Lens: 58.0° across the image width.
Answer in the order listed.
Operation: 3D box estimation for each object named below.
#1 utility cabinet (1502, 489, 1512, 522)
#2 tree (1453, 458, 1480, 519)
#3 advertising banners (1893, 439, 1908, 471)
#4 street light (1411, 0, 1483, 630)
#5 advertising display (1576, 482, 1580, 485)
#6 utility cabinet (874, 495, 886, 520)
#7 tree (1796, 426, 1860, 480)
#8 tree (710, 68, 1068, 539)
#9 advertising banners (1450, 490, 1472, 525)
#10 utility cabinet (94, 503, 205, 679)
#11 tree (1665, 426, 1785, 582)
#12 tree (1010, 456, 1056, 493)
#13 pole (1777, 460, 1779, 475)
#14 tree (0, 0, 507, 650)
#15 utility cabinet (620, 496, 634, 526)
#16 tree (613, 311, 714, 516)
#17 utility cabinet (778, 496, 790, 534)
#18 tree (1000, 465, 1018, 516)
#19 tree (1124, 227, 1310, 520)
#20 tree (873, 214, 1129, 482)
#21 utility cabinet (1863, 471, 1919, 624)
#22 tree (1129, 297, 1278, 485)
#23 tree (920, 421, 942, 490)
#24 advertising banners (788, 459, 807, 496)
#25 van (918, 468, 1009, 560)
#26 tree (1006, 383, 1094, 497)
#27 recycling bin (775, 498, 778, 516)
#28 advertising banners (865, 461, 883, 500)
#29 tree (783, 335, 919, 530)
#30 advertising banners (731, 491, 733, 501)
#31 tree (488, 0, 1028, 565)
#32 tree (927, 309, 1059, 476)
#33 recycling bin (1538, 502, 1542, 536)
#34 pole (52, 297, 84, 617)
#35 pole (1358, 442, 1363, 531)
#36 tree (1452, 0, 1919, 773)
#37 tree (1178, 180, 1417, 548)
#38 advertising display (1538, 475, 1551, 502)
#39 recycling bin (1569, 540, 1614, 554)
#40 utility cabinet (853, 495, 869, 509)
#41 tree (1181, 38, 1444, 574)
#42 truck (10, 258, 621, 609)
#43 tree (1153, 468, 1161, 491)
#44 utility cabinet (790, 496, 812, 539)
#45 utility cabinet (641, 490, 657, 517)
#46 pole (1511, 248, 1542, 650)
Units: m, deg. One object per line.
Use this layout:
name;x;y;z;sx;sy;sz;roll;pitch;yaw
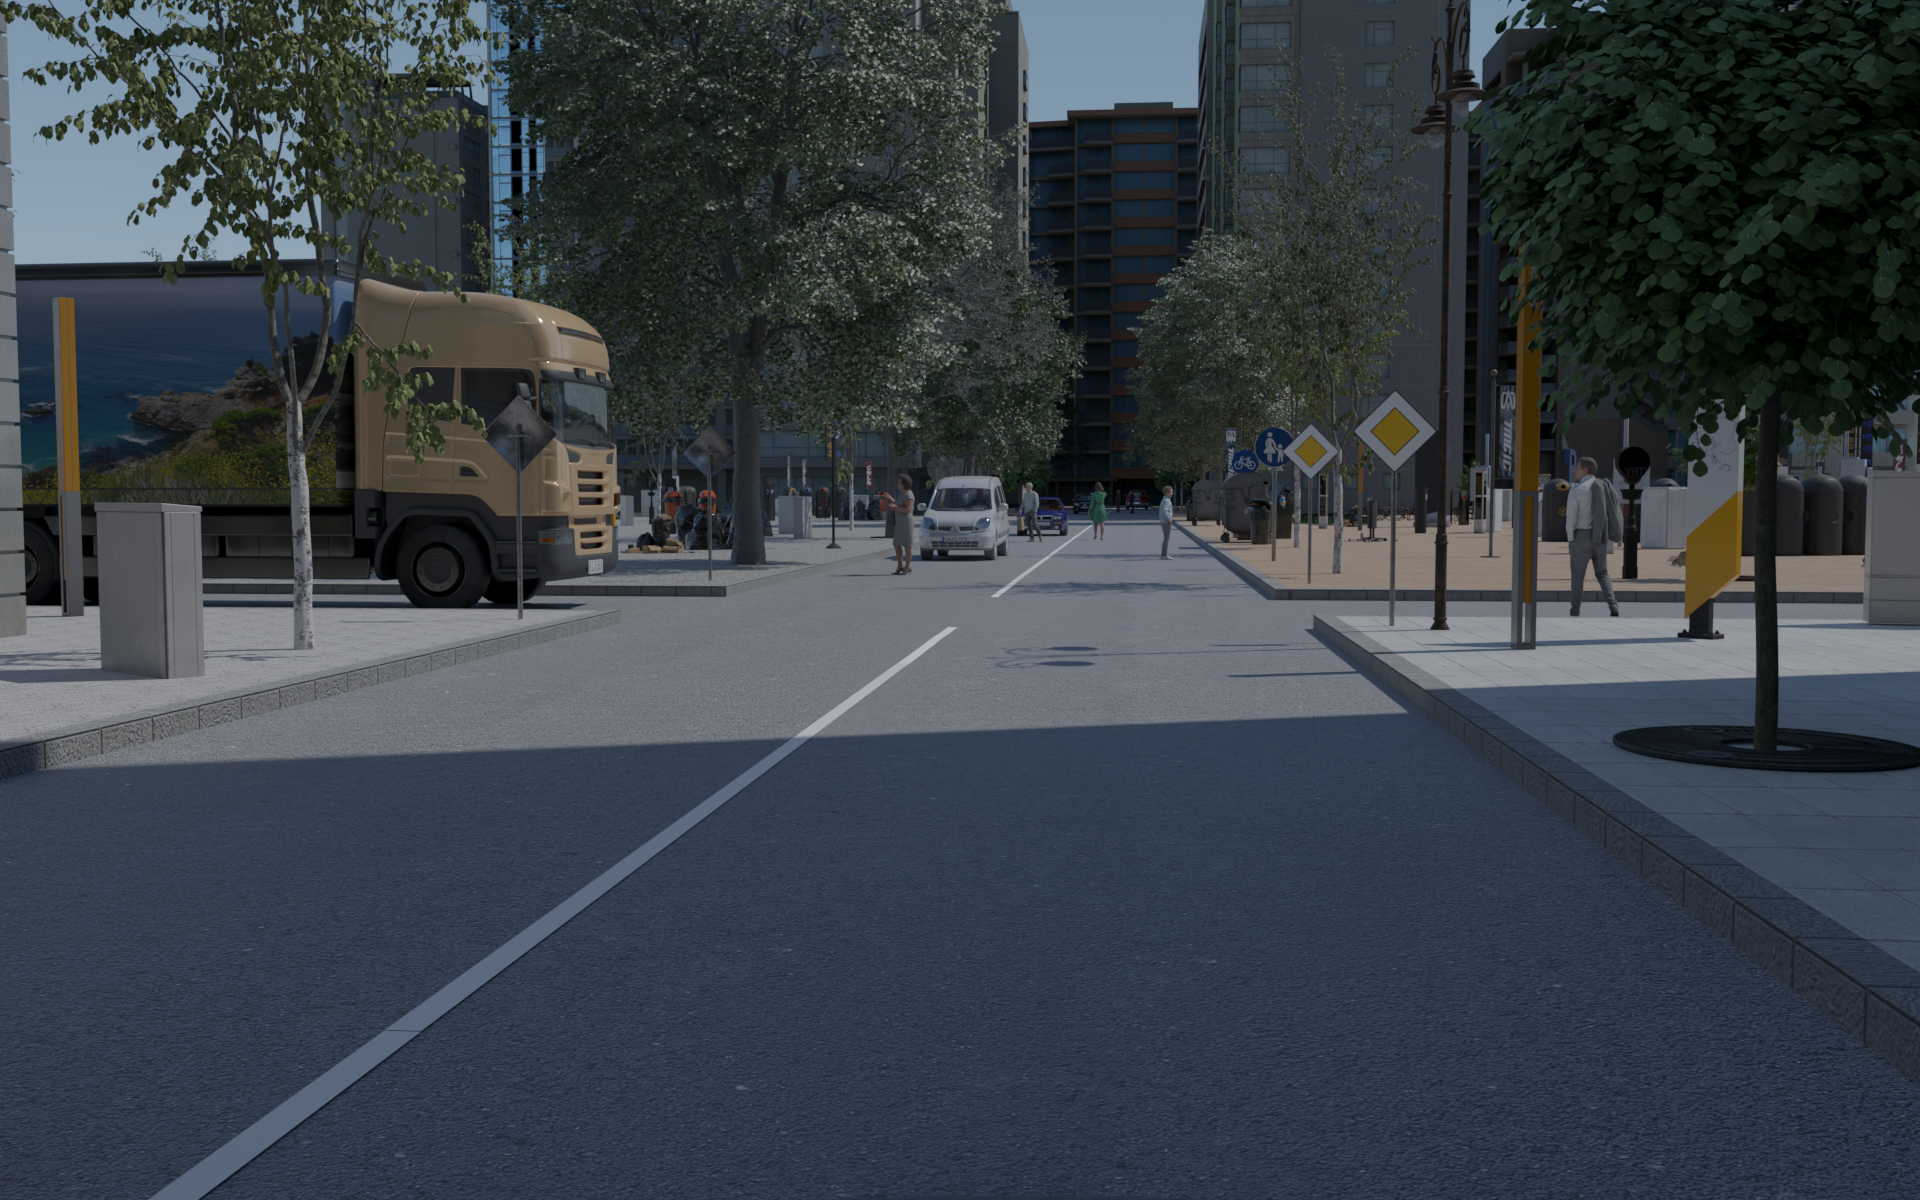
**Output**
utility cabinet;24.916;-4.348;79.771;0.318;1.500;1.173;-2;4;-33
tree;26.909;-5.880;90.744;1.663;3.219;1.824;0;3;0
advertising banners;29.548;-3.638;55.663;0.090;3.025;2.074;-1;4;-18
street light;4.541;-2.656;16.209;0.468;5.910;1.993;0;4;6
advertising display;33.806;-5.495;95.063;0.974;1.923;0.123;2;4;34
utility cabinet;-3.760;-4.601;86.390;1.020;1.237;0.306;0;4;4
tree;39.205;-7.878;79.173;4.737;8.622;4.395;0;3;0
tree;-1.991;-8.533;49.877;12.009;13.543;11.850;0;3;0
advertising banners;20.027;-4.583;71.113;2.074;3.025;0.090;-1;4;-9
utility cabinet;-5.789;-0.075;12.389;1.020;1.237;0.306;3;5;40
tree;11.641;-1.915;25.918;1.663;3.219;1.824;0;3;0
tree;4.920;-8.122;116.504;4.285;4.588;4.351;0;3;0
pole;23.044;-3.375;49.025;0.158;3.312;0.155;0;3;0
tree;-5.404;-3.882;13.837;4.737;8.622;4.395;0;3;0
utility cabinet;-13.510;-3.617;70.298;0.306;1.237;1.020;-2;4;-25
tree;-11.035;-6.923;63.558;4.360;8.622;3.978;0;3;0
utility cabinet;-5.370;-2.705;55.395;1.020;1.237;0.306;3;5;42
tree;2.583;-6.603;102.564;1.663;3.219;1.824;0;3;0
tree;12.646;-10.865;84.294;9.857;13.997;8.962;0;3;0
tree;0.444;-9.402;70.723;9.611;12.733;9.660;0;3;0
utility cabinet;9.507;-0.503;16.896;1.173;1.500;0.318;1;4;17
tree;13.719;-11.092;98.368;9.611;12.733;9.660;0;3;0
tree;-0.886;-8.916;96.138;4.737;8.622;4.395;0;3;0
advertising banners;-8.178;-5.571;87.273;0.090;3.025;2.074;-2;4;-32
van;0.130;-1.946;38.830;2.013;2.044;4.112;0;4;7
tree;6.989;-12.238;134.502;7.601;10.594;8.767;1;4;10
recycling bin;-10.146;-5.328;99.672;0.722;1.027;0.722;-3;5;-40
advertising banners;-4.303;-5.896;92.580;2.074;3.025;0.090;-3;5;-44
tree;-4.077;-6.766;60.986;4.737;8.622;4.395;0;3;0
advertising banners;-9.470;-4.725;73.443;0.090;3.025;2.074;0;4;4
tree;-3.782;-7.631;31.427;9.857;13.997;8.962;0;3;0
tree;1.184;-9.701;84.363;9.928;11.665;9.643;0;3;0
recycling bin;17.930;-2.525;53.830;0.722;1.027;0.722;3;5;43
pole;-9.314;-1.483;18.085;0.158;3.312;0.155;0;3;0
pole;14.056;-4.093;60.769;0.158;3.312;0.155;0;3;0
tree;4.094;-1.522;8.602;4.285;4.588;4.351;0;3;0
tree;8.246;-5.546;41.035;4.737;8.622;4.395;0;3;0
advertising display;20.040;-3.343;59.872;0.974;1.923;0.123;-2;4;-32
recycling bin;13.576;-1.509;37.227;0.722;1.027;0.722;0;4;-5
utility cabinet;-5.603;-5.232;96.711;1.020;1.237;0.306;2;4;28
tree;5.891;-4.722;27.573;4.360;8.622;3.978;0;3;0
truck;-9.442;-2.029;22.092;11.283;4.237;2.839;0;4;7
tree;16.801;-9.148;133.281;4.285;4.588;4.351;0;3;0
utility cabinet;-4.526;-2.372;49.949;0.306;1.237;1.020;1;4;10
utility cabinet;-17.205;-5.382;96.668;1.173;1.500;0.318;2;4;24
pole;4.664;-1.248;14.242;0.158;3.312;0.155;0;3;0
